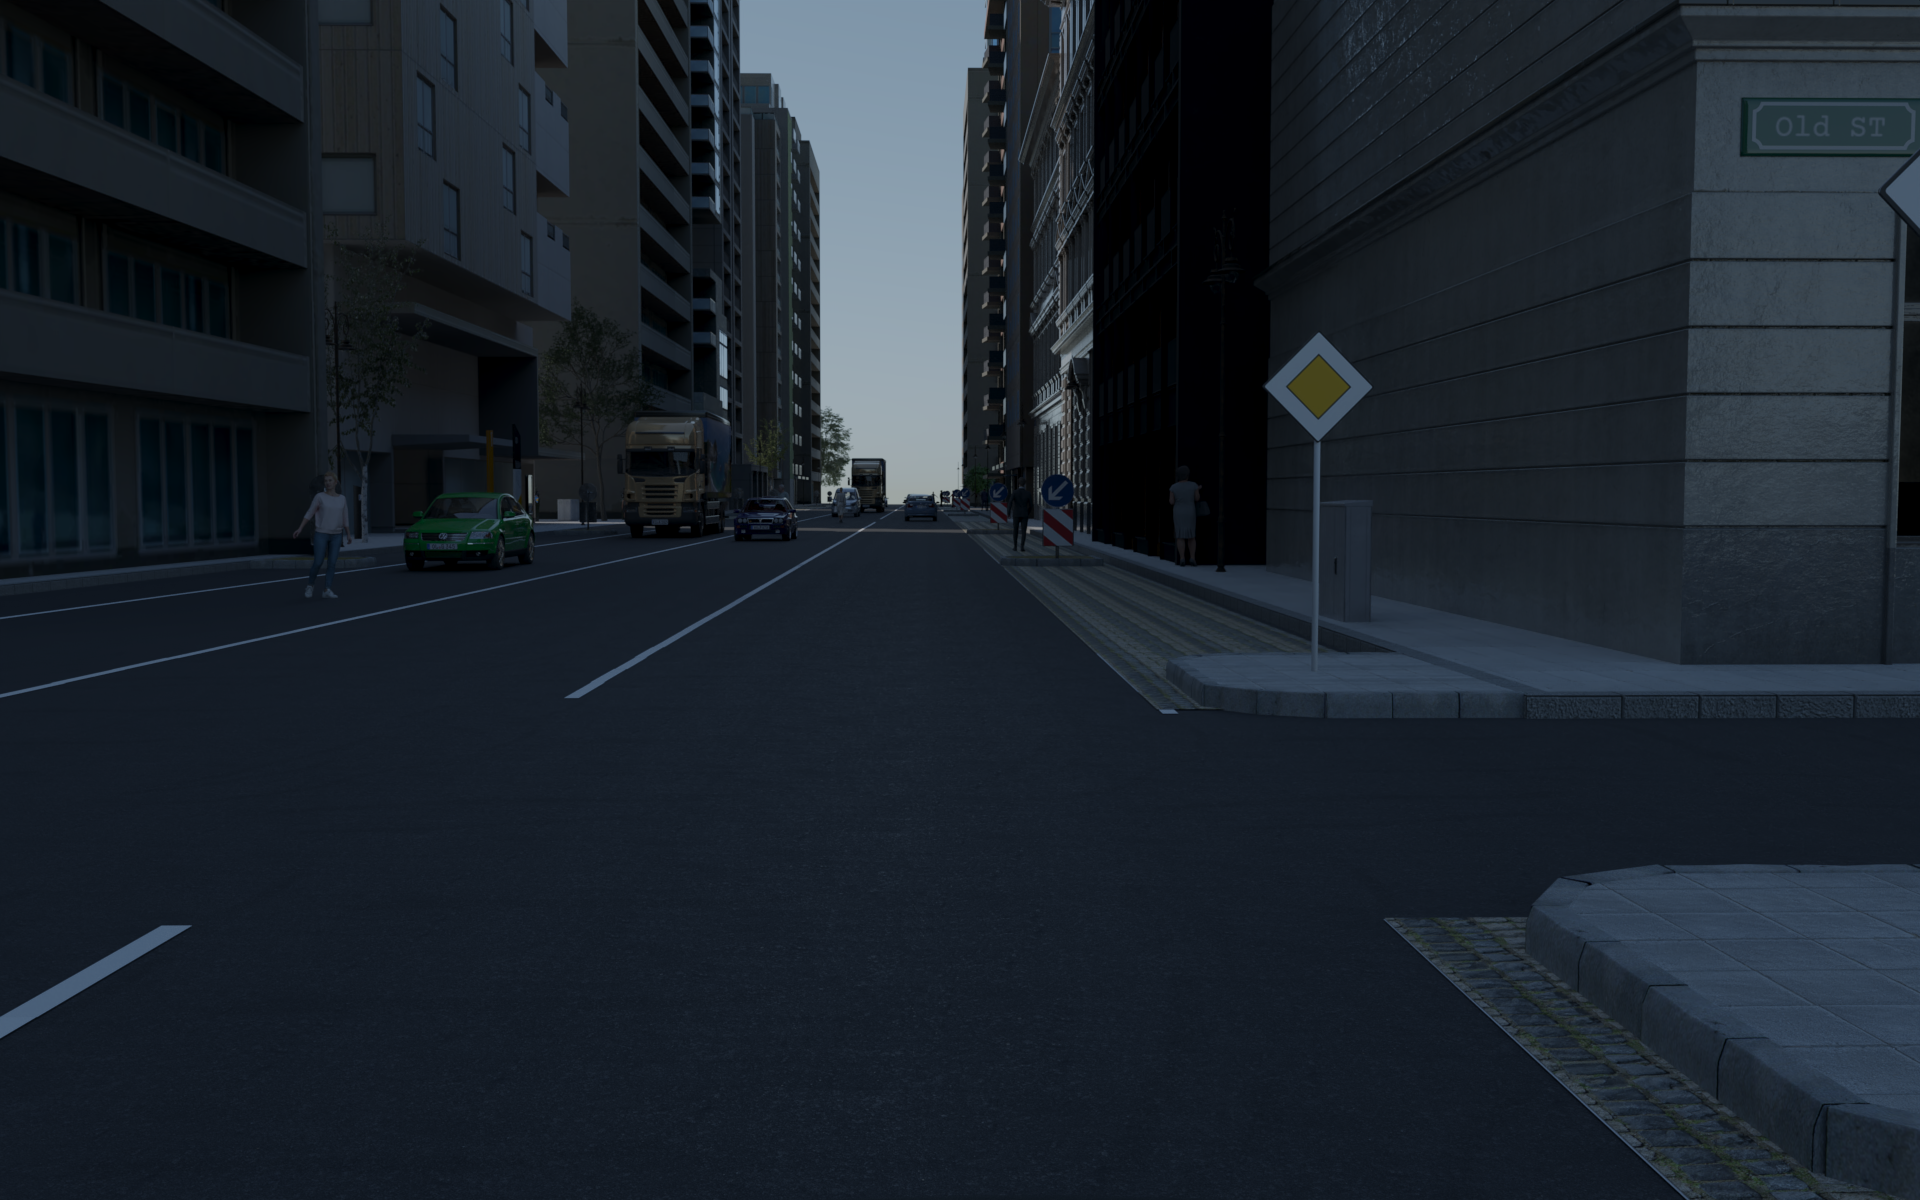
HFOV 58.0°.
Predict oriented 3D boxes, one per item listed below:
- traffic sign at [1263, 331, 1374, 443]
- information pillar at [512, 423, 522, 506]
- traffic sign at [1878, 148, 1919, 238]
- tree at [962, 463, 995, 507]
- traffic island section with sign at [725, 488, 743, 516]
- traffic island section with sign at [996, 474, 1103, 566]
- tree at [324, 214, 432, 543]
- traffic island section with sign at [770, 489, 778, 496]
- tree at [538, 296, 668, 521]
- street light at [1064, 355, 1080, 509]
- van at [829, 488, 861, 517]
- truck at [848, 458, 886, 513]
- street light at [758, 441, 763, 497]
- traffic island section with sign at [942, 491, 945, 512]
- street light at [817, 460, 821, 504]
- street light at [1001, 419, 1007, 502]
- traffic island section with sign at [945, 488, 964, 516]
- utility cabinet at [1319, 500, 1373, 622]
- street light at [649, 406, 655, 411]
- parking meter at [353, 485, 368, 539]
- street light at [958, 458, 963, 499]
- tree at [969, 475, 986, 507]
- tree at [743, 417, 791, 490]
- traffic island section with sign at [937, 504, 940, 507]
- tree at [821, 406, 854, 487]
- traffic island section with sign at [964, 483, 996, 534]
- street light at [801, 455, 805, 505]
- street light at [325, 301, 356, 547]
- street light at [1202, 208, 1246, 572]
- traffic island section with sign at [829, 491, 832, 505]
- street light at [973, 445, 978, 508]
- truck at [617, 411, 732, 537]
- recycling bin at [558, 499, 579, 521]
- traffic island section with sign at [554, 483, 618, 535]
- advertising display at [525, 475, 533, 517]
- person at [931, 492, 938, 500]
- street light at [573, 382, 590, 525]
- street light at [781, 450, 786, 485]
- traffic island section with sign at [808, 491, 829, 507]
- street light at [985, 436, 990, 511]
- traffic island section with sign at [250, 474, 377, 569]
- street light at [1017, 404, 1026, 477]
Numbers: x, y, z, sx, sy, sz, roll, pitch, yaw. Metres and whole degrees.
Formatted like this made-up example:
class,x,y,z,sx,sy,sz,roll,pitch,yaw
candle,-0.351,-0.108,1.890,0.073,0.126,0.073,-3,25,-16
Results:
class,x,y,z,sx,sy,sz,roll,pitch,yaw
traffic sign,2.583,-0.627,12.437,0.795,2.593,0.064,0,4,-1
information pillar,-14.713,-4.047,57.520,0.183,3.616,0.504,1,4,10
traffic sign,2.749,-0.138,4.453,0.795,2.593,0.064,0,4,-1
tree,1.960,-11.748,175.790,4.285,4.588,4.351,0,3,0
traffic island section with sign,-14.322,-6.331,112.133,1.989,1.847,2.006,0,4,-1
traffic island section with sign,1.809,-1.613,34.997,1.989,1.847,2.006,0,4,-1
tree,-15.870,-5.834,45.751,4.360,8.622,3.978,0,3,0
traffic island section with sign,-14.891,-7.979,139.082,1.989,1.847,2.006,0,4,-1
tree,-17.239,-9.030,82.059,7.601,10.594,8.767,1,4,9
street light,3.736,-5.199,57.791,0.468,5.910,1.993,0,4,-1
van,-7.193,-6.256,109.290,2.013,2.044,4.112,0,4,0
truck,-7.225,-9.052,136.918,2.839,4.237,11.283,0,4,-1
street light,-17.035,-10.697,147.687,0.468,5.910,1.993,0,4,-1
traffic island section with sign,-0.358,-7.976,139.036,1.989,1.847,2.006,0,4,-1
street light,-18.841,-15.814,231.349,0.468,5.910,1.993,0,4,-1
street light,2.667,-8.097,105.168,0.468,5.910,1.993,0,4,-1
traffic island section with sign,0.201,-6.326,112.056,1.989,1.847,2.006,0,4,-1
utility cabinet,3.948,-0.406,17.801,0.306,1.237,1.020,0,4,-2
street light,-15.786,-7.097,88.825,0.468,5.910,1.993,0,4,-1
parking meter,-17.142,-2.515,49.530,0.372,1.533,0.369,0,3,0
street light,0.339,-14.973,217.595,0.468,5.910,1.993,0,4,-1
tree,1.620,-10.892,172.678,1.663,3.219,1.824,0,3,0
tree,-18.058,-13.062,163.933,4.737,8.622,4.395,0,3,0
traffic island section with sign,-1.534,-11.404,195.075,1.989,1.847,2.006,0,4,-1
tree,-19.984,-20.801,246.754,9.857,13.997,8.962,0,3,0
traffic island section with sign,1.244,-3.273,62.137,1.989,1.847,2.006,0,4,-1
street light,-18.228,-13.998,201.652,0.468,5.910,1.993,0,4,-1
street light,-14.966,-4.213,41.678,0.468,5.910,1.993,0,4,-1
street light,4.298,-3.398,28.348,0.468,5.910,1.993,0,4,-1
traffic island section with sign,-16.604,-13.018,221.477,1.989,1.847,2.006,0,4,-1
street light,1.451,-11.681,163.767,0.468,5.910,1.993,0,4,-1
truck,-9.790,-4.383,60.573,2.839,4.237,11.283,0,4,-2
recycling bin,-19.351,-4.481,85.815,0.722,1.027,0.722,1,4,20
traffic island section with sign,-13.272,-3.241,61.620,1.989,1.847,2.006,0,4,-1
advertising display,-14.628,-3.276,58.772,0.123,1.923,0.974,0,4,-6
person,-3.057,-11.714,200.810,1.217,1.735,0.721,-2,4,-28
street light,-15.536,-6.019,71.191,0.468,5.910,1.993,0,4,-1
street light,-17.602,-12.195,172.168,0.468,5.910,1.993,0,4,-1
traffic island section with sign,-16.034,-11.340,194.030,1.989,1.847,2.006,0,4,-1
street light,2.155,-9.889,134.470,0.468,5.910,1.993,0,4,-1
traffic island section with sign,-12.693,-1.567,34.242,1.989,1.847,2.006,0,4,-1
street light,3.119,-6.999,87.228,0.468,5.910,1.993,0,4,-1
